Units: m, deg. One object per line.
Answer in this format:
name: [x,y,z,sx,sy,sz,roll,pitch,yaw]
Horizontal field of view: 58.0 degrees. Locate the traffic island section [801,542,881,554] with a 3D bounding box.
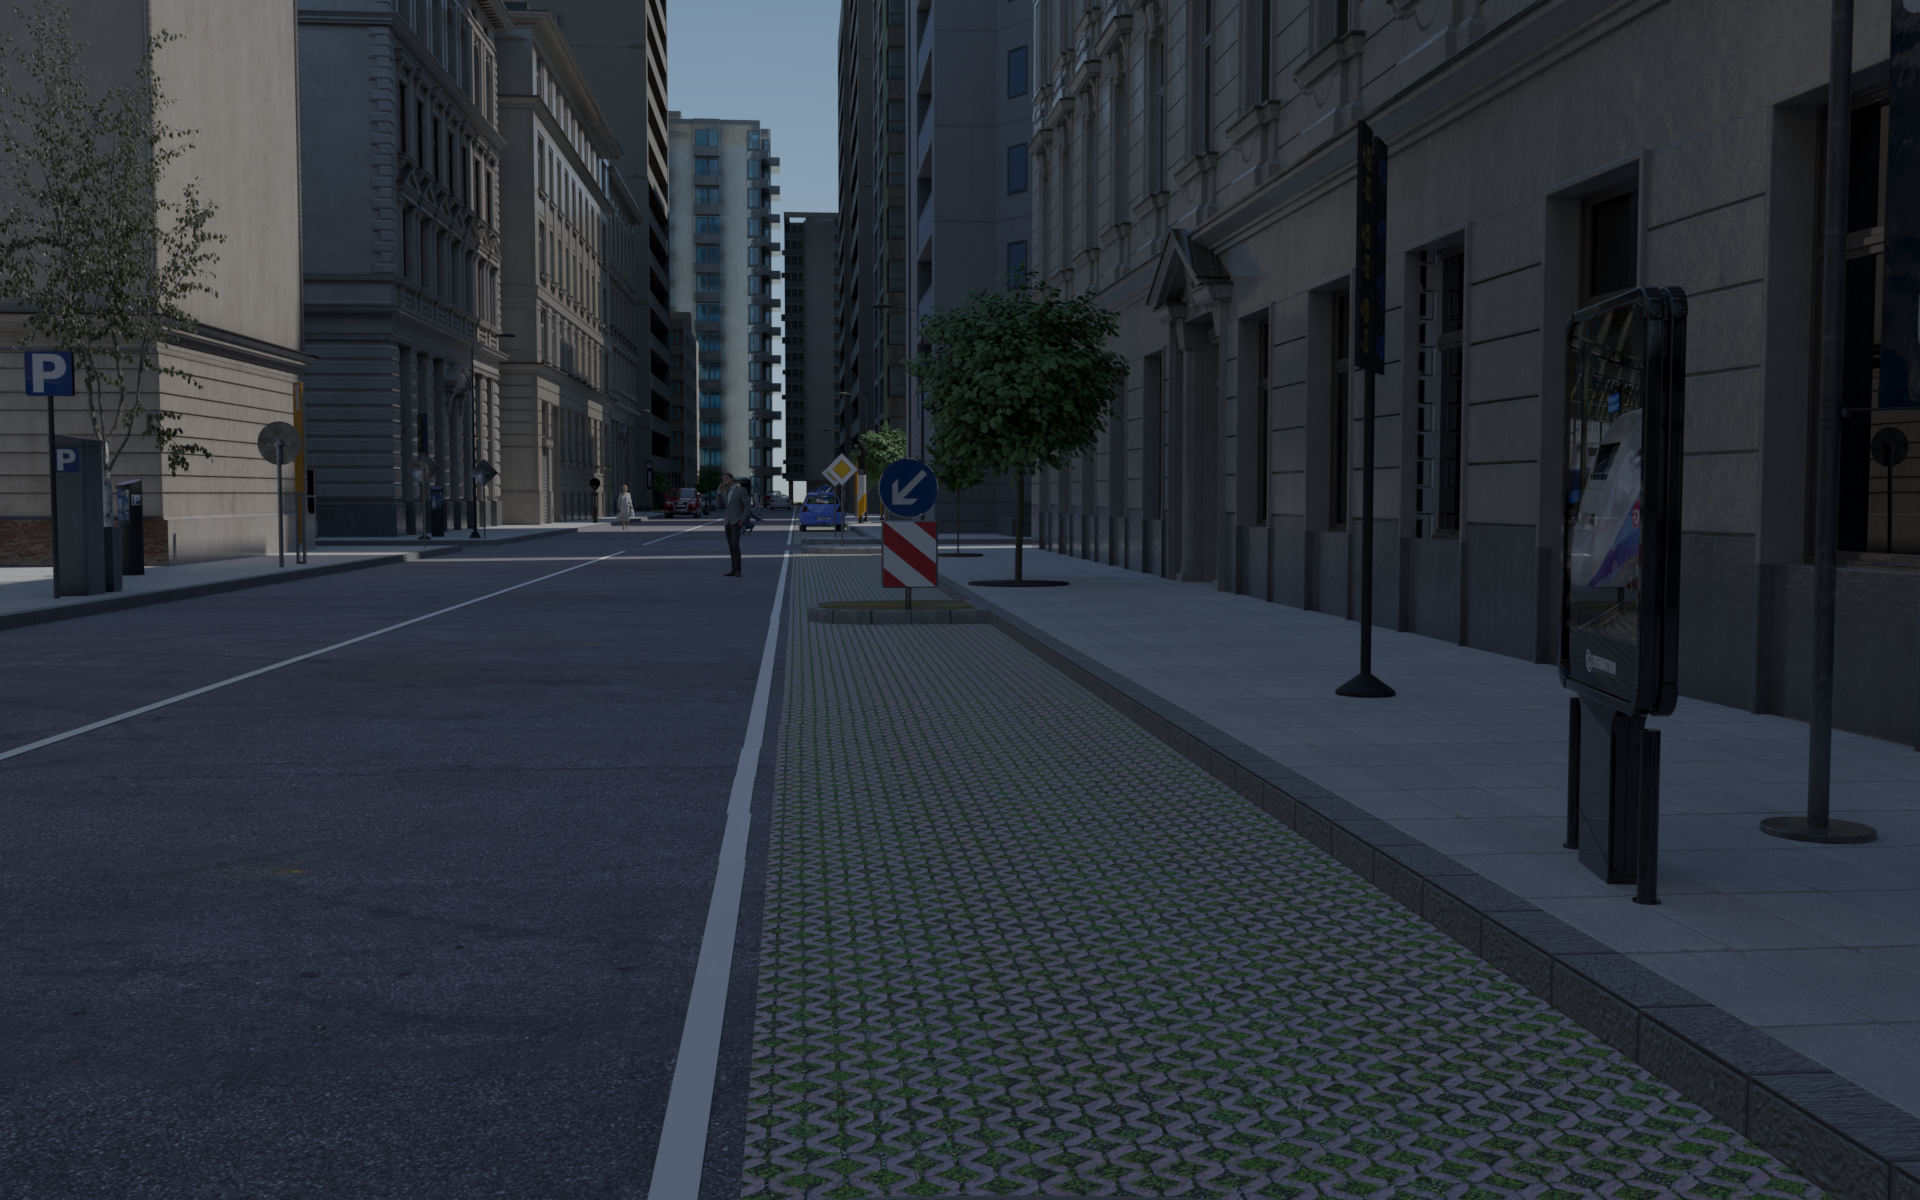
traffic island section: [-2.866,-1.236,42.497,2.009,0.180,2.903,0,4,-5]

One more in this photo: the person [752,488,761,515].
person: [-13.892,-6.703,117.967,0.818,1.842,0.514,1,4,9]

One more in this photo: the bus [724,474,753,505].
bus: [-23.242,-11.439,181.893,2.948,3.499,13.247,0,4,-7]

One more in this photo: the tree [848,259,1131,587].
tree: [0.762,-2.487,24.375,4.285,4.588,4.351,0,3,0]

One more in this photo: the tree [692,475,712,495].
tree: [-26.725,-11.376,180.592,1.663,3.219,1.824,0,3,0]

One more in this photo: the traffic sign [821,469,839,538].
traffic sign: [-3.634,-2.858,50.368,0.795,2.450,0.064,0,4,-5]

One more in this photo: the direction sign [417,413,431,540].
direction sign: [-15.130,-3.475,48.821,0.379,3.537,0.876,-2,4,-33]

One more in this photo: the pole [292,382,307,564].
pole: [-12.086,-2.315,31.700,0.158,3.312,0.155,0,3,0]

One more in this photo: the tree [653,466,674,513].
tree: [-20.355,-7.580,118.532,1.663,3.219,1.824,0,3,0]

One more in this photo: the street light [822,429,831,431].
street light: [-9.186,-9.299,124.578,1.470,5.913,1.316,0,4,-5]

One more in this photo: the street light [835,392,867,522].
street light: [-4.852,-6.531,79.328,1.470,5.913,1.316,0,4,-5]

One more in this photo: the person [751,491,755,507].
person: [-23.400,-11.477,196.143,0.705,1.824,1.348,1,4,21]

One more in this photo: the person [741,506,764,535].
person: [-7.376,-2.861,60.783,1.012,1.151,0.738,-1,4,-20]

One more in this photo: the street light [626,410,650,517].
street light: [-17.862,-7.545,95.909,1.470,5.913,1.316,0,4,-5]

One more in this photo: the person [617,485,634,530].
person: [-13.291,-3.673,68.913,0.694,1.780,0.624,0,4,1]

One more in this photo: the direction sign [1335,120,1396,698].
direction sign: [2.593,-1.161,10.973,0.379,3.537,0.876,2,4,23]

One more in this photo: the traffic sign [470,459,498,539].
traffic sign: [-13.587,-2.802,49.460,0.795,2.450,0.064,0,4,-5]

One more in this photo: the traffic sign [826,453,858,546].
traffic sign: [-2.889,-2.372,42.418,0.795,2.450,0.064,0,4,-5]

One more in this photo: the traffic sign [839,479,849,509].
traffic sign: [-7.281,-6.578,107.660,0.768,2.556,0.104,0,4,3]

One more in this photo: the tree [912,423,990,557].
tree: [-0.169,-2.506,35.582,1.663,3.219,1.824,0,3,0]

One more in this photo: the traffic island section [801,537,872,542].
traffic island section: [-3.611,-1.723,50.447,2.009,0.180,2.903,0,4,-5]

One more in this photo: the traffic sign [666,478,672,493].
traffic sign: [-20.288,-7.260,119.891,0.795,2.450,0.064,0,4,-5]

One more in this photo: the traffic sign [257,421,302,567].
traffic sign: [-11.892,-1.846,30.283,0.768,2.556,0.104,0,4,-1]

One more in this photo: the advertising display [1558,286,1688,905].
advertising display: [2.196,-0.036,5.807,0.123,1.923,0.974,0,4,5]

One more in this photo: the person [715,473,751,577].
person: [-3.953,-1.313,30.142,0.473,1.802,0.592,-3,4,-39]

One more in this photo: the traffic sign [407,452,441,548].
traffic sign: [-12.842,-2.316,41.509,0.795,2.450,0.064,0,4,-5]

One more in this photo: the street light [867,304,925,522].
street light: [-1.458,-4.279,42.502,1.470,5.913,1.316,0,4,-5]

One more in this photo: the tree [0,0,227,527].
tree: [-12.581,-4.580,25.242,4.360,8.622,3.978,0,3,0]

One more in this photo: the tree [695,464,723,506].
tree: [-27.047,-12.465,187.519,4.285,4.588,4.351,0,3,0]

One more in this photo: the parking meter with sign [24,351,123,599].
parking meter with sign: [-11.181,-1.573,21.979,0.543,3.016,1.738,0,4,-7]

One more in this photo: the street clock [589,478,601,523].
street clock: [-16.074,-4.387,76.291,0.471,2.002,0.358,-1,4,-16]

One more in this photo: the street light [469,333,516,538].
street light: [-13.516,-4.742,50.079,1.470,5.913,1.316,0,4,-5]
